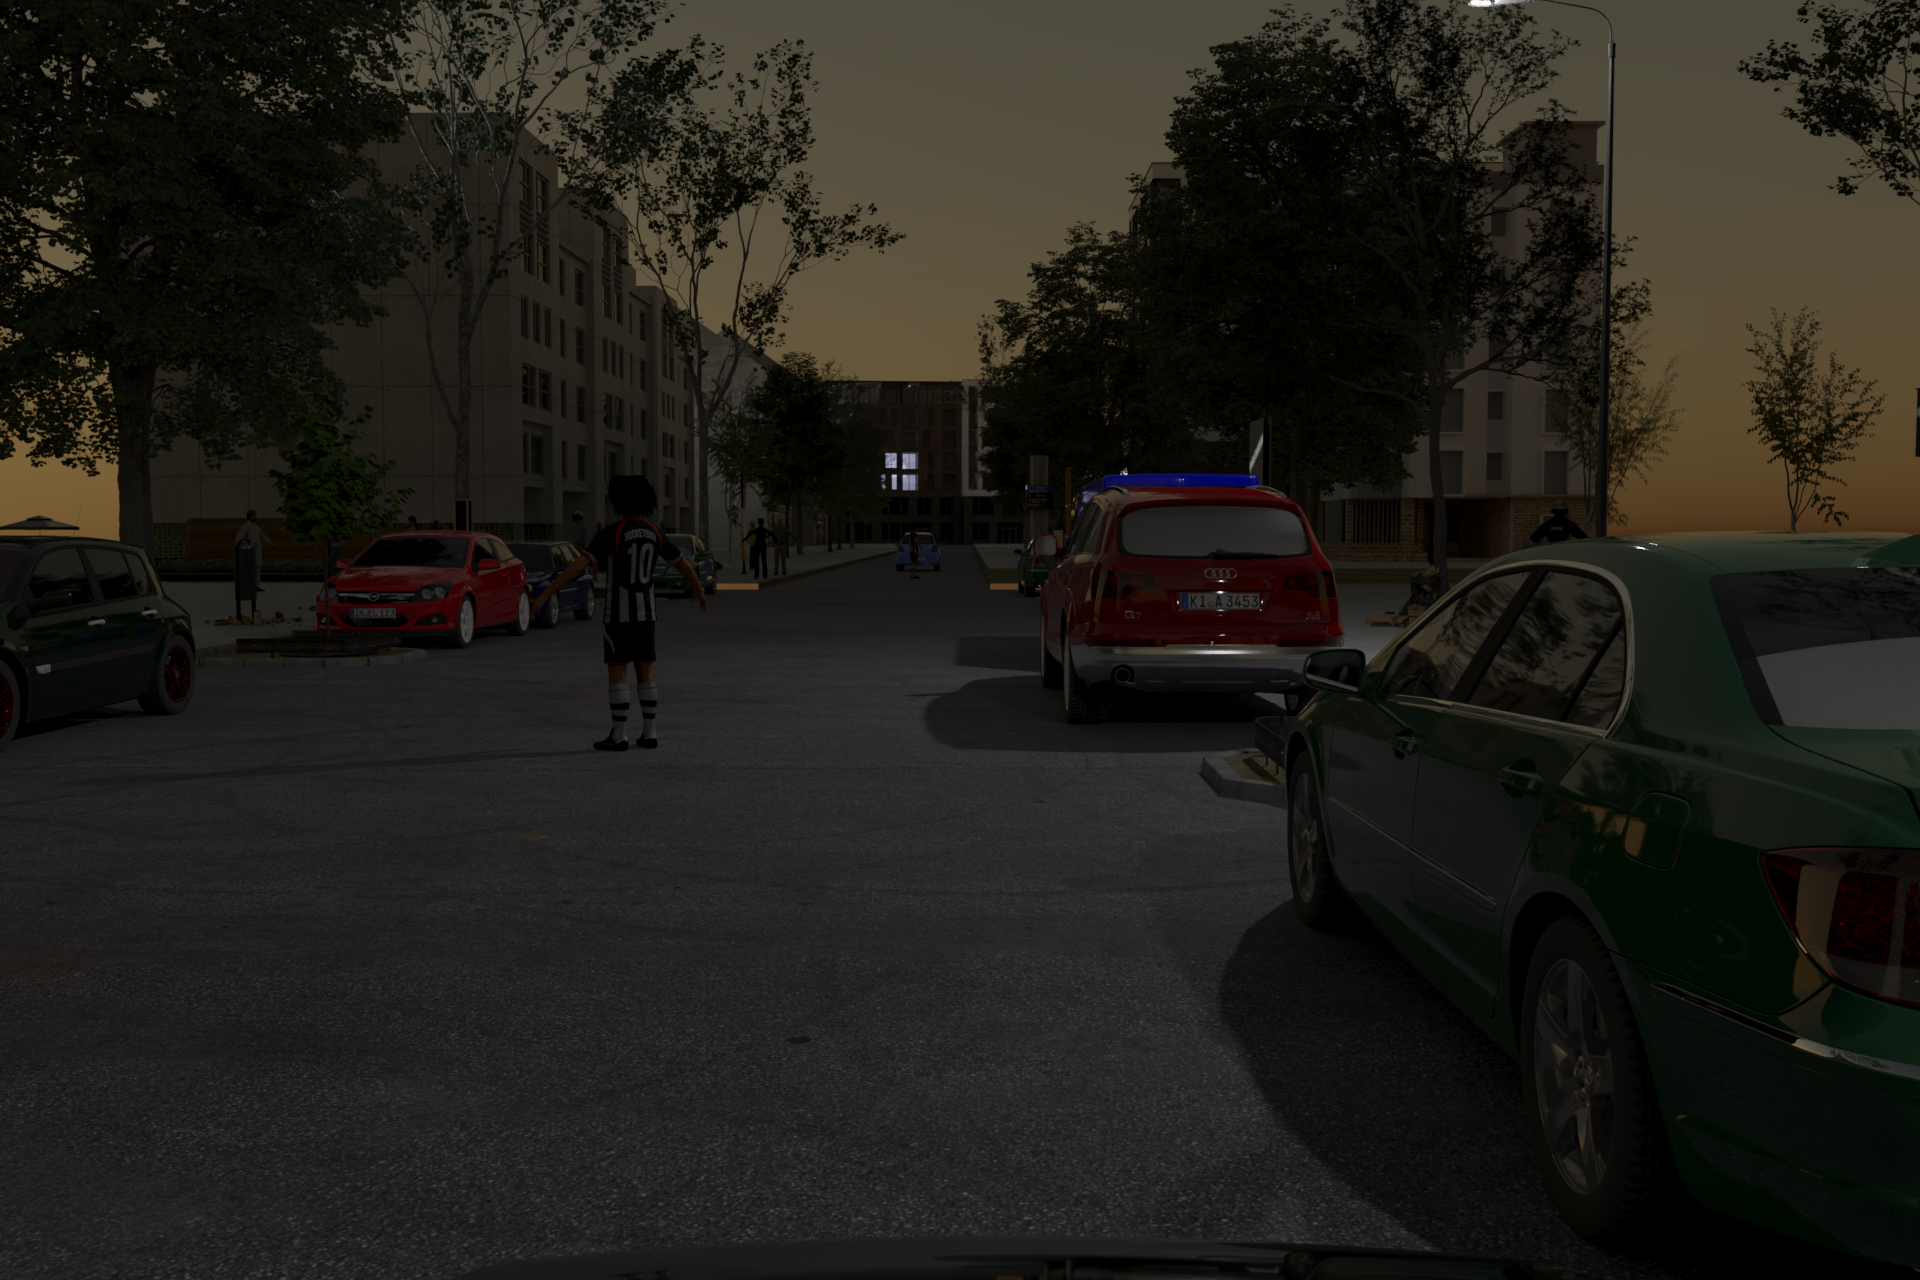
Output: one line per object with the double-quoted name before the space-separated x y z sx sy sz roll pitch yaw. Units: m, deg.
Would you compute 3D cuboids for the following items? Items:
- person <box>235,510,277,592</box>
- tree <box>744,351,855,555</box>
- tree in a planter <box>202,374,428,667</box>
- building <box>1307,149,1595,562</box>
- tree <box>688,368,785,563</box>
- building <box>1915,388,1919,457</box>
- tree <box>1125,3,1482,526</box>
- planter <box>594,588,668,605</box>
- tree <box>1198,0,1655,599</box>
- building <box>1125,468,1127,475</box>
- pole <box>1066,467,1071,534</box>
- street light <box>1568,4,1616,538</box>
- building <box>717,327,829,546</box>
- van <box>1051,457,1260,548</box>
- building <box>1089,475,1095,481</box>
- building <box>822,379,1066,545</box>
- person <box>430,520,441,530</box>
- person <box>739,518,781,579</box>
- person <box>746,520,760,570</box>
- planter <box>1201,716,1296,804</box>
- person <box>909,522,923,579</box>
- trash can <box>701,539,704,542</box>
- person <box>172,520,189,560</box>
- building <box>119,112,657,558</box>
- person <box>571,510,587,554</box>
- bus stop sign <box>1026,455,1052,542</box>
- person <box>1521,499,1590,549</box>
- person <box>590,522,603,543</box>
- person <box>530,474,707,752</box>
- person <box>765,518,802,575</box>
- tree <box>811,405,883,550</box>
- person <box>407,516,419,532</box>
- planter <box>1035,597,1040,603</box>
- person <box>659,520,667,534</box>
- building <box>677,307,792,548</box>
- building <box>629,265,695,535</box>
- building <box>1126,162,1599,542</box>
"person" -15.661 -1.975 38.385 0.704 1.819 1.344 1 4 16
"tree" -10.443 -11.620 108.115 7.486 12.596 7.792 0 3 0
"tree in a planter" -7.171 -1.365 19.538 1.991 3.239 1.994 0 4 0
"building" 23.173 -14.386 91.638 16.016 20.090 11.380 0 4 0
"tree" -9.987 -7.743 76.965 4.737 8.622 4.395 0 3 0
"building" 25.685 -13.989 22.224 14.314 27.812 24.014 0 4 1
"tree" 8.454 -8.305 42.435 9.857 13.997 8.962 0 3 0
"planter" -7.137 -0.905 35.942 1.991 0.319 1.994 0 4 1
"tree" 7.711 -5.755 28.506 7.601 10.594 8.767 2 4 25
"building" 19.784 -14.859 185.086 9.099 9.664 28.070 0 4 1
"pole" 3.319 -3.623 53.081 0.158 3.312 0.155 0 3 0
"street light" 6.111 -2.593 14.934 1.470 5.913 1.316 0 4 0
"building" -24.814 -22.167 193.358 19.493 23.208 18.063 0 4 0
"van" 2.251 -0.956 20.009 2.240 2.365 5.245 0 3 0
"building" 21.698 -16.943 219.157 9.099 9.664 28.070 0 3 0
"building" -2.883 -24.088 240.274 32.646 21.610 27.936 0 4 -5
"person" -19.812 -3.634 65.638 1.346 1.802 0.704 2 4 26
"person" -5.704 -2.611 49.407 1.216 1.740 0.721 -1 4 -17
"person" -7.308 -3.385 61.803 0.721 1.772 1.216 1 4 22
"planter" 2.434 0.681 9.999 1.991 0.319 1.994 0 4 1
"person" -1.443 -2.869 55.511 0.704 1.843 1.345 -1 4 -16
"trash can" -7.850 -2.391 50.749 0.748 1.137 0.748 0 3 0
"person" -24.952 -3.006 55.958 0.721 1.733 1.217 1 4 19
"building" -27.013 -13.602 88.848 16.747 18.905 31.486 0 4 1
"person" -9.205 -2.194 41.708 0.704 1.849 1.345 -1 4 -10
"bus stop sign" 2.652 -4.233 58.227 0.837 3.901 0.837 0 4 -1
"person" 9.580 -1.333 27.664 1.351 1.845 0.704 2 4 35
"person" -16.362 -4.428 78.520 0.705 1.813 1.348 -3 5 -39
"person" -2.209 -0.179 11.523 1.345 1.843 0.704 -3 5 -43
"person" -5.624 -2.927 54.123 1.348 1.796 0.705 0 4 -4
"tree" -9.836 -13.141 140.604 9.928 11.665 9.643 0 3 0
"person" -13.745 -2.223 43.159 0.721 1.737 1.217 -1 4 -10
"planter" 2.592 -0.947 36.617 1.991 0.319 1.994 0 4 1
"person" -11.325 -3.675 66.207 0.704 1.817 1.347 -2 4 -34
"building" -27.210 -20.908 172.781 19.493 23.208 18.063 0 4 1
"building" -29.916 -15.730 123.640 16.747 18.905 31.486 0 4 1
"building" 24.536 -16.377 111.742 27.936 21.610 32.646 0 4 0
